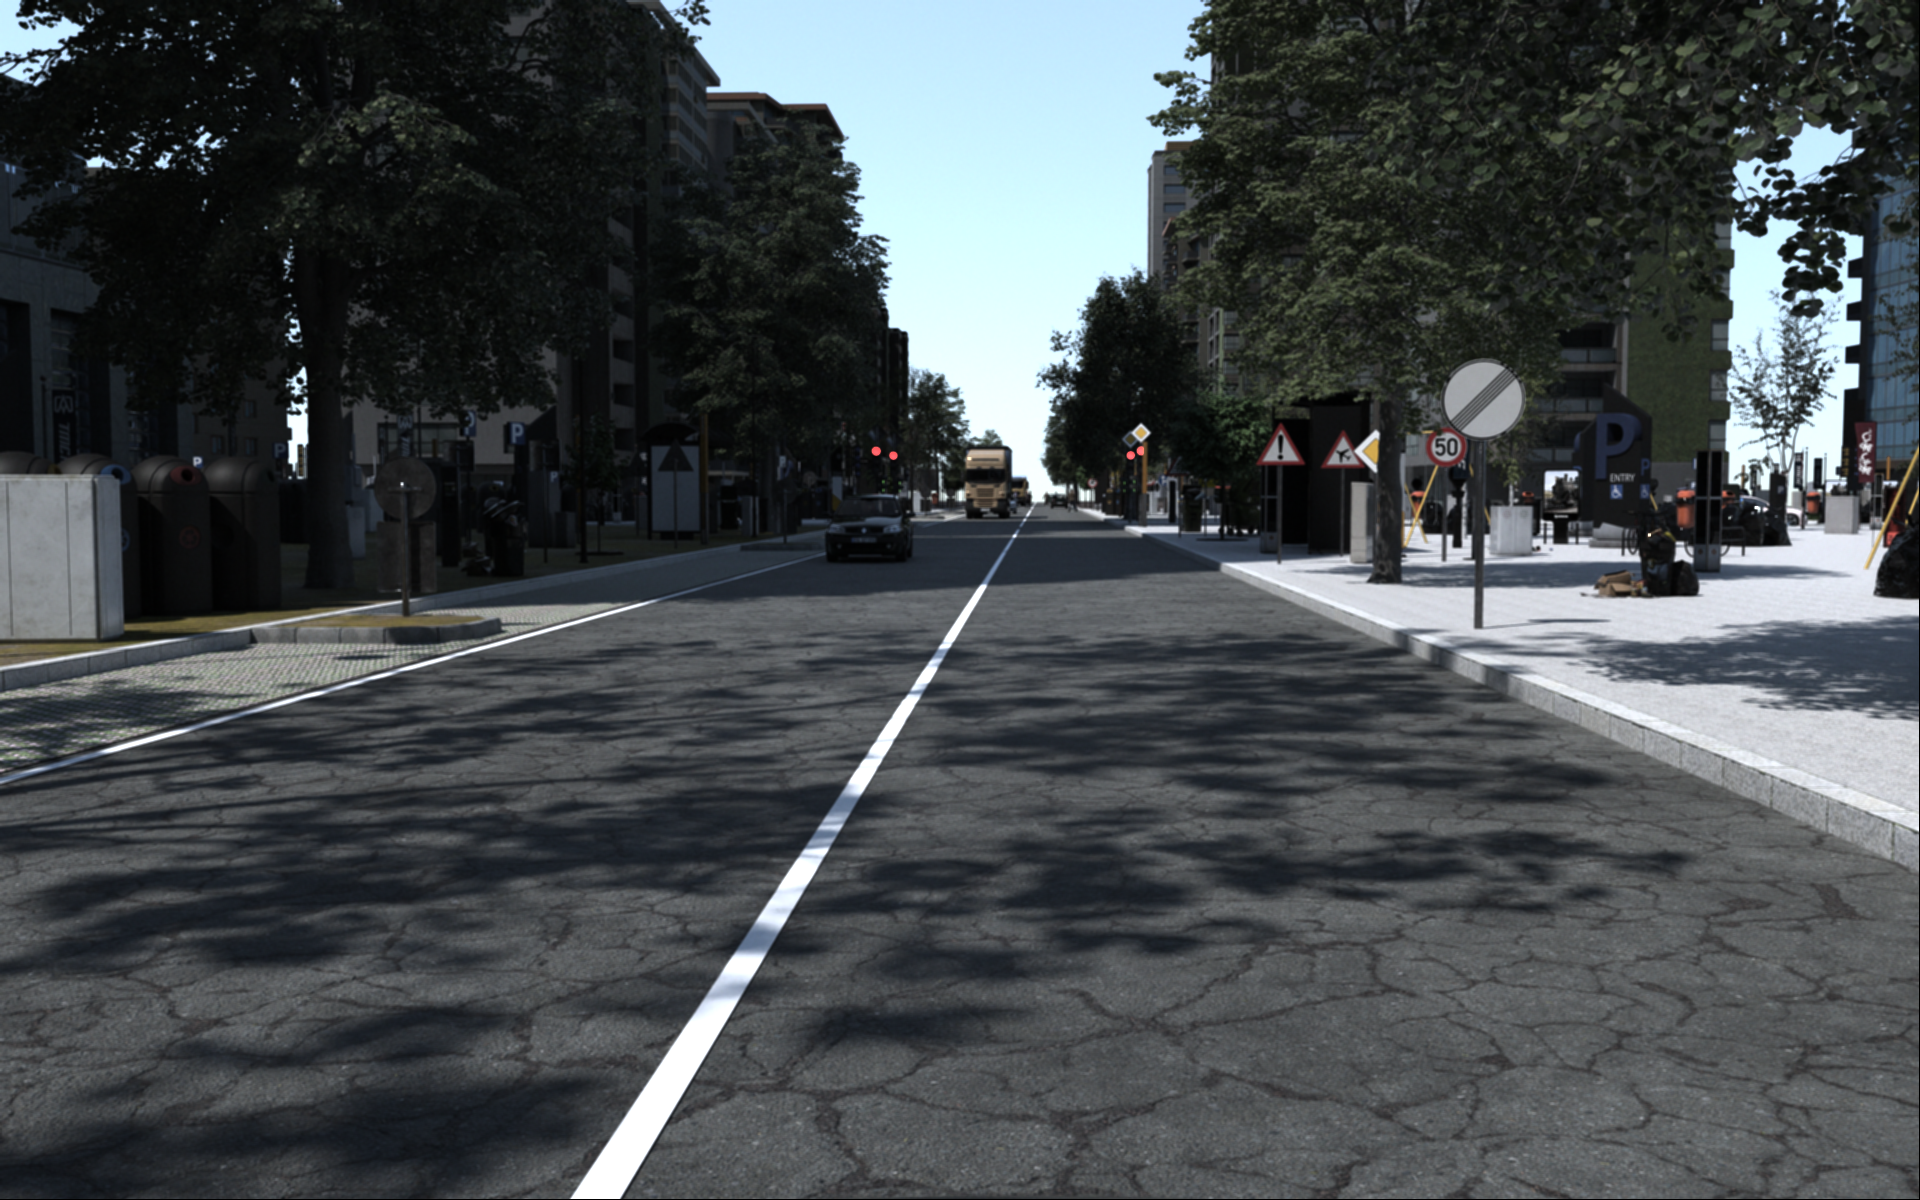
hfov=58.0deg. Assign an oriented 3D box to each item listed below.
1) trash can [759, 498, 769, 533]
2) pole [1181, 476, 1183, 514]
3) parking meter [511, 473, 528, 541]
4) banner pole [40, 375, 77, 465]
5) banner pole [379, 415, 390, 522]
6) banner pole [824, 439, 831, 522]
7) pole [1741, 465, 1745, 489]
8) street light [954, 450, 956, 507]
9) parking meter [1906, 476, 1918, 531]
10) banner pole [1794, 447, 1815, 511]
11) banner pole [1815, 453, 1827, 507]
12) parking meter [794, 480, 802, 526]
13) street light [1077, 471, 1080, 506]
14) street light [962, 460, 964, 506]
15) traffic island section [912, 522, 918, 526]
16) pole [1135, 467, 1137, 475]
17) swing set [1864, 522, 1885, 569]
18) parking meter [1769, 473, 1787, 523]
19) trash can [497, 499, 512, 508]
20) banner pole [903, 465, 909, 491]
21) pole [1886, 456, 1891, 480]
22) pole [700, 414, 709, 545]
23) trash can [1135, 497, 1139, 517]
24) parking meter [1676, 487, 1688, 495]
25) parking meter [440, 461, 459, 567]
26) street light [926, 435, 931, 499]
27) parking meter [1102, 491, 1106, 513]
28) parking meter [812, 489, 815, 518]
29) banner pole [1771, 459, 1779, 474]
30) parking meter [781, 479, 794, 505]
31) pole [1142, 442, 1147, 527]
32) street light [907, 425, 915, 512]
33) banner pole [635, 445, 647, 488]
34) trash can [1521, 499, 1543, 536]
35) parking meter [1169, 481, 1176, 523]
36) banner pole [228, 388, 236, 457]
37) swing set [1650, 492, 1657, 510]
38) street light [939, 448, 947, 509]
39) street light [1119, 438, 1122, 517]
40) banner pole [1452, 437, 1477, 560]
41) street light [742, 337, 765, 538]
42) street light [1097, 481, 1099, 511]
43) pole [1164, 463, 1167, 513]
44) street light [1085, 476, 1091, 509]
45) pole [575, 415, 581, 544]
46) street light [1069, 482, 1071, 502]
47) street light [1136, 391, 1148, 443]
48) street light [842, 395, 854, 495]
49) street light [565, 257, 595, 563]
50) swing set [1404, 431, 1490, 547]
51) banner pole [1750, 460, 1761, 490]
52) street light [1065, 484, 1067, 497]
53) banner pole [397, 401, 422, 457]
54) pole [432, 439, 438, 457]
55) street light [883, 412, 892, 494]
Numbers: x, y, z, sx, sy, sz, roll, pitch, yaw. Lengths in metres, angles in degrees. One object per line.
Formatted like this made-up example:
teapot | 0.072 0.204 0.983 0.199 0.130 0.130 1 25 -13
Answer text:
trash can | -6.651 -2.778 57.070 0.748 1.137 0.748 0 3 0
pole | 14.472 -7.298 113.172 0.158 3.312 0.155 0 3 0
parking meter | -12.074 -2.553 47.453 0.399 1.863 0.255 3 4 38
banner pole | -19.036 -2.845 36.537 0.863 3.779 0.401 -1 4 -8
banner pole | -18.130 -3.949 54.582 0.401 3.779 0.863 0 4 4
banner pole | -6.021 -5.472 79.485 0.401 3.779 0.863 0 3 0
pole | 54.404 -7.738 120.351 0.158 3.312 0.155 0 3 0
street light | -0.502 -12.213 172.466 0.468 5.910 1.993 0 4 3
parking meter | 25.201 -2.457 45.883 0.255 1.863 0.399 2 4 31
banner pole | 44.706 -6.239 92.017 0.401 3.779 0.863 -3 5 -43
banner pole | 52.515 -7.075 105.686 0.863 3.779 0.401 1 4 22
parking meter | -6.580 -3.920 69.808 0.255 1.863 0.399 -3 5 -43
street light | 14.125 -14.410 208.392 0.468 5.910 1.993 0 4 3
street light | 0.347 -13.333 190.782 0.468 5.910 1.993 0 4 3
traffic island section | -2.949 -3.345 76.971 2.009 0.180 2.903 0 4 3
pole | 11.722 -7.461 115.830 0.158 3.312 0.155 0 3 0
swing set | 17.488 -1.915 28.925 3.119 2.851 2.862 -1 4 -23
parking meter | 22.691 -2.591 48.067 0.399 1.863 0.255 -1 4 -13
trash can | -31.096 -6.481 117.618 0.748 1.137 0.748 0 3 0
banner pole | -4.585 -9.661 147.972 0.863 3.779 0.401 1 4 20
pole | 50.323 -6.122 93.930 0.158 3.312 0.155 0 3 0
pole | -6.500 -3.070 44.033 0.158 3.312 0.155 0 3 0
trash can | 9.483 -5.037 94.016 0.748 1.137 0.748 0 3 0
parking meter | 25.718 -3.260 61.717 0.372 1.533 0.369 0 3 0
parking meter | -9.026 -1.523 30.609 0.255 1.863 0.399 -2 4 -23
street light | -2.315 -9.757 132.310 0.468 5.910 1.993 0 4 3
parking meter | 9.875 -6.734 118.513 0.372 1.533 0.369 0 3 0
parking meter | -7.924 -5.126 92.214 0.372 1.533 0.369 0 3 0
banner pole | 58.348 -8.204 124.147 0.401 3.779 0.863 -2 4 -27
parking meter | -6.581 -3.651 65.408 0.255 1.863 0.399 -3 4 -38
pole | 7.206 -4.508 67.547 0.158 3.312 0.155 0 3 0
street light | -3.209 -8.625 113.804 0.468 5.910 1.993 0 4 3
banner pole | -16.141 -5.973 87.681 0.863 3.779 0.401 -1 4 -10
trash can | 17.556 -2.549 53.333 0.748 1.137 0.748 0 3 0
parking meter | 9.407 -4.339 76.652 0.255 1.863 0.399 1 4 14
banner pole | -14.582 -2.735 34.730 0.401 3.779 0.863 -2 4 -31
swing set | 24.047 -4.051 63.851 2.862 2.851 3.119 0 4 -6
street light | -1.442 -11.087 154.051 0.468 5.910 1.993 0 4 3
street light | 8.881 -7.522 95.771 0.468 5.910 1.993 0 4 3
banner pole | 9.936 -2.686 33.932 0.401 3.779 0.863 -2 4 -24
street light | -6.075 -4.784 51.012 0.468 5.910 1.993 0 4 3
street light | 10.585 -9.783 132.743 0.468 5.910 1.993 0 4 3
pole | 13.679 -7.425 115.245 0.158 3.312 0.155 0 3 0
street light | 12.417 -12.136 171.213 0.468 5.910 1.993 0 4 3
pole | -9.796 -3.105 44.608 0.158 3.312 0.155 0 3 0
street light | 15.430 -16.107 236.129 0.468 5.910 1.993 0 4 3
street light | 8.051 -6.360 76.780 0.468 5.910 1.993 0 4 3
street light | -4.955 -6.384 77.174 0.468 5.910 1.993 0 4 3
street light | -7.006 -3.626 32.076 0.468 5.910 1.993 0 4 3
swing set | 11.533 -2.801 43.410 2.862 2.851 3.119 -1 4 -22
banner pole | 58.165 -8.352 126.568 0.863 3.779 0.401 3 4 39
street light | 17.930 -19.467 291.080 0.468 5.910 1.993 0 4 3
banner pole | -14.495 -3.413 45.814 0.863 3.779 0.401 -3 5 -41
pole | -19.442 -4.304 64.219 0.158 3.312 0.155 0 3 0
street light | -4.017 -7.504 95.486 0.468 5.910 1.993 0 4 3
